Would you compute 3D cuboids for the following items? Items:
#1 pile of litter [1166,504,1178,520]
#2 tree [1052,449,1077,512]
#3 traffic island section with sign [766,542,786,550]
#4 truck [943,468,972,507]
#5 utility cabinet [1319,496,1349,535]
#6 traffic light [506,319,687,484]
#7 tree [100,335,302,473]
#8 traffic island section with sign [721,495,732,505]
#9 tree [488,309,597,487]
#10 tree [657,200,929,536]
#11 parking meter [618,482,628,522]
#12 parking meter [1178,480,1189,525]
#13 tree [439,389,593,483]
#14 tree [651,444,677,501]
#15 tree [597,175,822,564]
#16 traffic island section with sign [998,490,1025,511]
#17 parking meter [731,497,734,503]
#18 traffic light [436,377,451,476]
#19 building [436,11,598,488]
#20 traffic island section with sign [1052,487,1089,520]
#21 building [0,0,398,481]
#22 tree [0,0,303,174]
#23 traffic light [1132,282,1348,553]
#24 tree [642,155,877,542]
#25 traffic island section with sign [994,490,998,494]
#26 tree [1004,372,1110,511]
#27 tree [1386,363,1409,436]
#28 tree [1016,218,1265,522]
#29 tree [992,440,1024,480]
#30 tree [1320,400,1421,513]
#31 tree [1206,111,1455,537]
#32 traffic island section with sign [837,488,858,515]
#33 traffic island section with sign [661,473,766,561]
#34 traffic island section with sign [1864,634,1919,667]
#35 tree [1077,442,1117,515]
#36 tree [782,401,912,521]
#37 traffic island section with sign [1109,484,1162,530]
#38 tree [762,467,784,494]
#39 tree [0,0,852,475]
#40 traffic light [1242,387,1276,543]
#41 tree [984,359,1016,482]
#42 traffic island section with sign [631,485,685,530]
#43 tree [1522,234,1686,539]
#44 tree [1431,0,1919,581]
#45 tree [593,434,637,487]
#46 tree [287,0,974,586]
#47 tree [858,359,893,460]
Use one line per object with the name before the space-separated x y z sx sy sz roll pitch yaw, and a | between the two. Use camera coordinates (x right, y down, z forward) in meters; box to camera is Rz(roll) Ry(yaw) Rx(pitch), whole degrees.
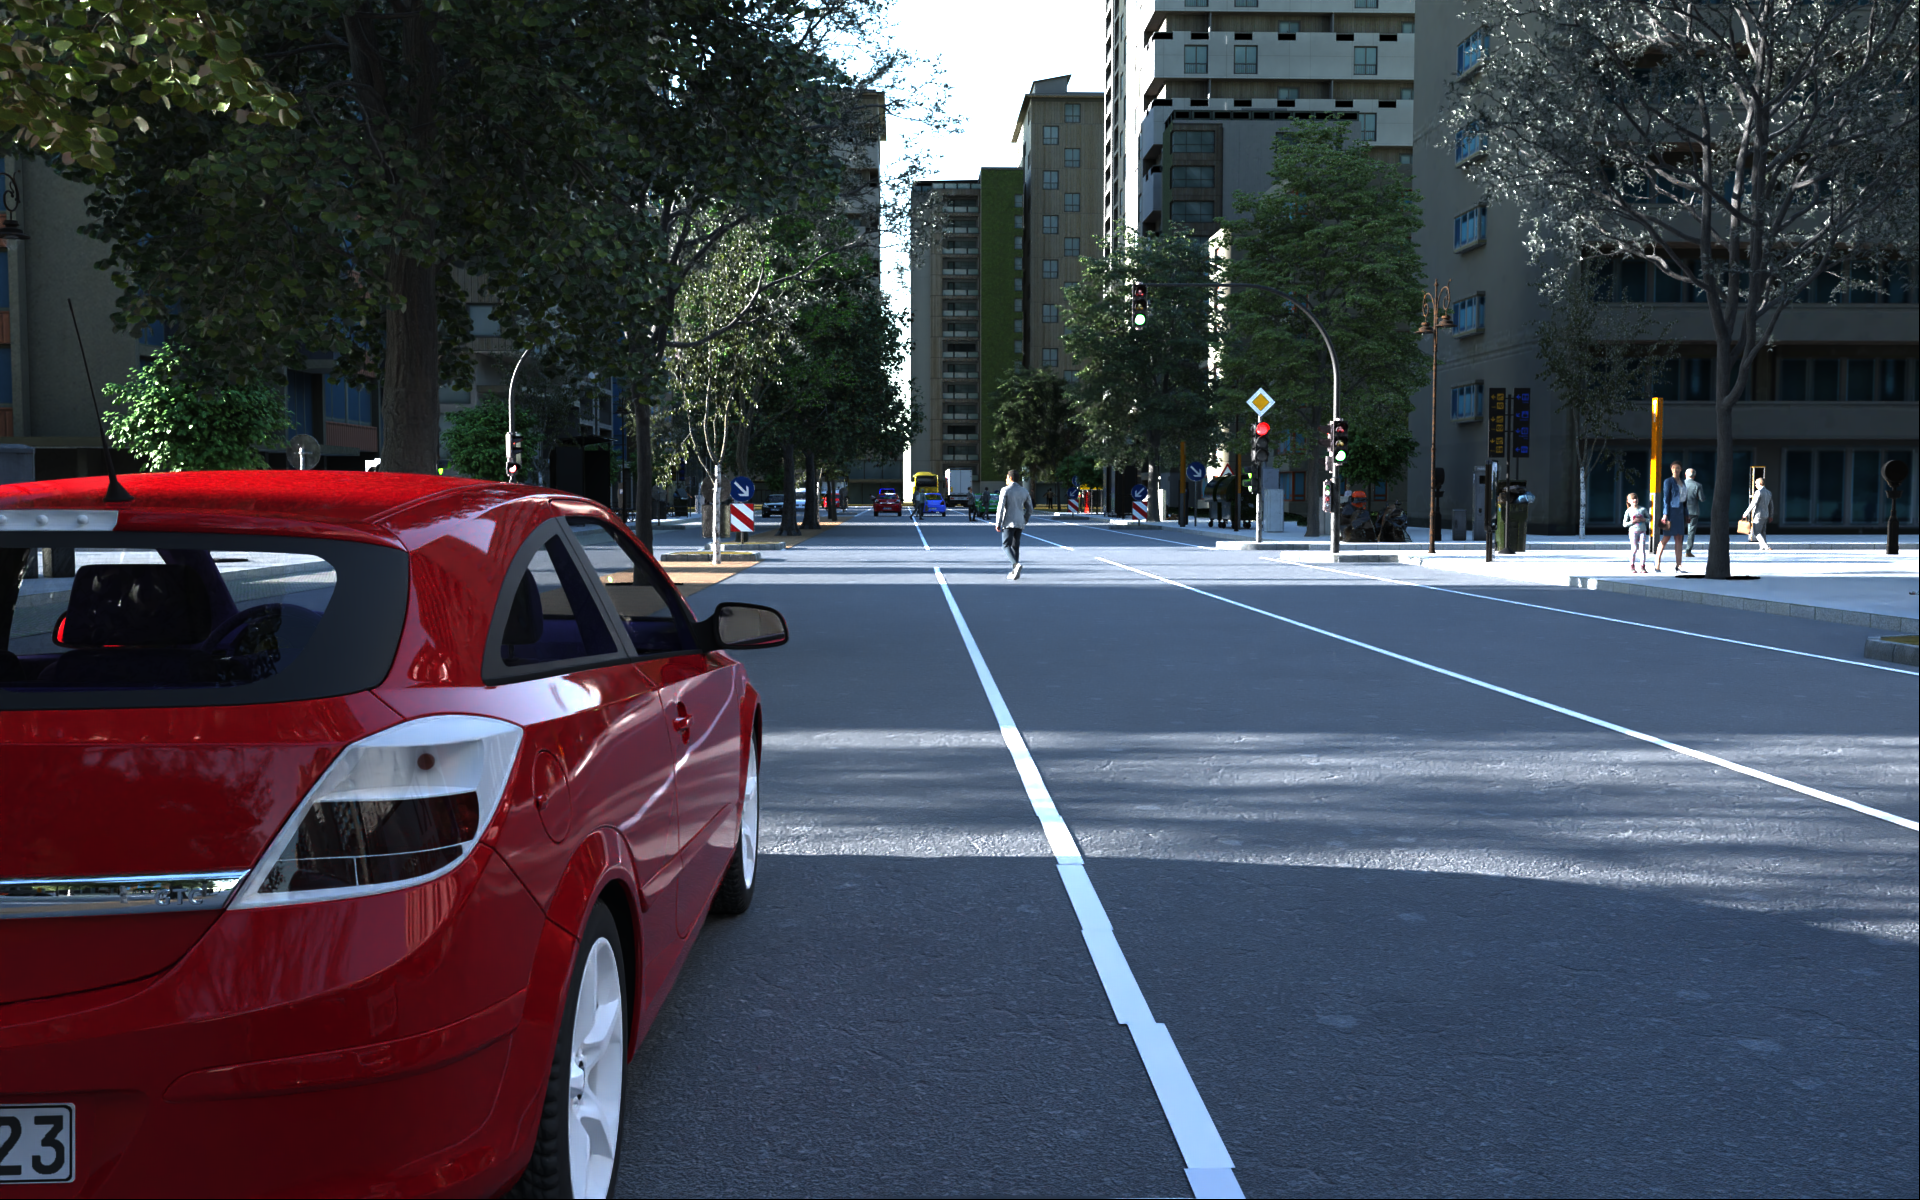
pile of litter | 10.334 -4.380 85.581 1.719 0.858 1.176 -2 4 -31
tree | 8.370 -8.674 125.536 4.285 4.588 4.351 0 3 0
traffic island section with sign | -5.590 -2.250 44.920 2.006 1.907 1.989 0 4 -2
truck | -0.235 -12.296 189.953 2.839 4.237 11.283 0 4 -3
utility cabinet | 11.673 -2.626 54.104 1.020 1.237 0.306 -2 4 -31
traffic light | -9.493 -4.304 45.036 4.771 5.953 1.251 0 4 -2
tree | -14.242 -3.002 32.802 4.285 4.588 4.351 0 3 0
traffic island section with sign | -13.014 -5.398 96.893 1.989 1.847 2.006 0 4 -2
tree | -14.392 -6.713 60.122 4.360 8.622 3.978 0 3 0
tree | -5.864 -8.544 59.153 9.611 12.733 9.660 0 3 0
parking meter | -15.768 -4.601 80.943 0.399 1.863 0.255 1 4 10
parking meter | 9.330 -4.069 72.244 0.399 1.863 0.255 -1 4 -15
tree | -14.522 -4.302 54.044 4.285 4.588 4.351 0 3 0
tree | -19.046 -7.572 107.523 4.285 4.588 4.351 0 3 0
tree | -4.984 -5.046 35.327 4.360 8.622 3.978 0 3 0
traffic island section with sign | 4.522 -8.526 148.022 1.989 1.847 2.006 0 4 -2
parking meter | -15.635 -6.810 119.757 0.372 1.533 0.369 0 3 0
traffic light | -11.317 -2.938 36.951 0.839 4.253 0.868 0 4 -2
building | -36.652 -31.292 100.860 28.713 52.752 27.495 0 4 -2
traffic island section with sign | 6.190 -5.437 97.521 1.989 1.847 2.006 0 4 -2
building | -33.161 -25.105 65.086 22.147 44.769 28.867 0 4 -2
tree | -4.317 -5.149 4.777 7.486 12.596 7.792 0 3 0
traffic light | 6.046 -3.837 37.399 4.771 5.953 1.251 0 4 -2
tree | -6.091 -7.377 48.823 9.928 11.665 9.643 0 3 0
traffic island section with sign | 3.631 -10.173 174.963 1.989 1.847 2.006 0 4 -2
tree | 7.572 -12.050 131.424 8.767 10.594 7.601 0 4 3
tree | 23.829 -8.522 89.693 4.737 8.622 4.395 0 3 0
tree | 9.136 -10.632 80.491 9.857 13.997 8.962 0 3 0
tree | 5.783 -14.660 190.051 4.360 8.622 3.978 0 3 0
tree | 14.293 -4.685 60.315 4.285 4.588 4.351 0 3 0
tree | 11.047 -8.187 51.993 7.486 12.596 7.792 0 3 0
traffic island section with sign | -8.088 -6.843 120.017 2.006 1.907 1.989 0 4 -2
traffic island section with sign | -5.354 -1.797 37.517 2.006 1.907 1.989 0 4 -2
traffic island section with sign | 8.933 -0.373 14.730 1.989 1.847 2.006 0 4 -2
tree | 10.485 -8.256 118.694 4.285 4.588 4.351 0 3 0
tree | -6.627 -9.473 91.747 8.767 10.594 7.601 0 4 -2
traffic island section with sign | 7.093 -3.781 70.455 1.989 1.847 2.006 0 4 -2
tree | -18.842 -11.904 178.344 4.285 4.588 4.351 0 3 0
tree | -4.766 -6.451 14.583 9.857 13.997 8.962 0 3 0
traffic light | 7.869 -3.466 45.590 0.839 4.253 0.868 0 4 -2
tree | 7.019 -15.742 164.042 9.857 13.997 8.962 0 3 0
traffic island section with sign | -12.114 -3.733 69.666 1.989 1.847 2.006 0 4 -2
tree | 17.841 -6.031 48.967 4.360 8.622 3.978 0 3 0
tree | 11.559 -7.054 25.699 12.009 13.543 11.850 0 3 0
tree | -19.939 -6.819 95.208 4.285 4.588 4.351 0 3 0
tree | -4.885 -6.950 26.455 12.009 13.543 11.850 0 3 0
tree | -6.792 -9.689 78.994 7.486 12.596 7.792 0 3 0
